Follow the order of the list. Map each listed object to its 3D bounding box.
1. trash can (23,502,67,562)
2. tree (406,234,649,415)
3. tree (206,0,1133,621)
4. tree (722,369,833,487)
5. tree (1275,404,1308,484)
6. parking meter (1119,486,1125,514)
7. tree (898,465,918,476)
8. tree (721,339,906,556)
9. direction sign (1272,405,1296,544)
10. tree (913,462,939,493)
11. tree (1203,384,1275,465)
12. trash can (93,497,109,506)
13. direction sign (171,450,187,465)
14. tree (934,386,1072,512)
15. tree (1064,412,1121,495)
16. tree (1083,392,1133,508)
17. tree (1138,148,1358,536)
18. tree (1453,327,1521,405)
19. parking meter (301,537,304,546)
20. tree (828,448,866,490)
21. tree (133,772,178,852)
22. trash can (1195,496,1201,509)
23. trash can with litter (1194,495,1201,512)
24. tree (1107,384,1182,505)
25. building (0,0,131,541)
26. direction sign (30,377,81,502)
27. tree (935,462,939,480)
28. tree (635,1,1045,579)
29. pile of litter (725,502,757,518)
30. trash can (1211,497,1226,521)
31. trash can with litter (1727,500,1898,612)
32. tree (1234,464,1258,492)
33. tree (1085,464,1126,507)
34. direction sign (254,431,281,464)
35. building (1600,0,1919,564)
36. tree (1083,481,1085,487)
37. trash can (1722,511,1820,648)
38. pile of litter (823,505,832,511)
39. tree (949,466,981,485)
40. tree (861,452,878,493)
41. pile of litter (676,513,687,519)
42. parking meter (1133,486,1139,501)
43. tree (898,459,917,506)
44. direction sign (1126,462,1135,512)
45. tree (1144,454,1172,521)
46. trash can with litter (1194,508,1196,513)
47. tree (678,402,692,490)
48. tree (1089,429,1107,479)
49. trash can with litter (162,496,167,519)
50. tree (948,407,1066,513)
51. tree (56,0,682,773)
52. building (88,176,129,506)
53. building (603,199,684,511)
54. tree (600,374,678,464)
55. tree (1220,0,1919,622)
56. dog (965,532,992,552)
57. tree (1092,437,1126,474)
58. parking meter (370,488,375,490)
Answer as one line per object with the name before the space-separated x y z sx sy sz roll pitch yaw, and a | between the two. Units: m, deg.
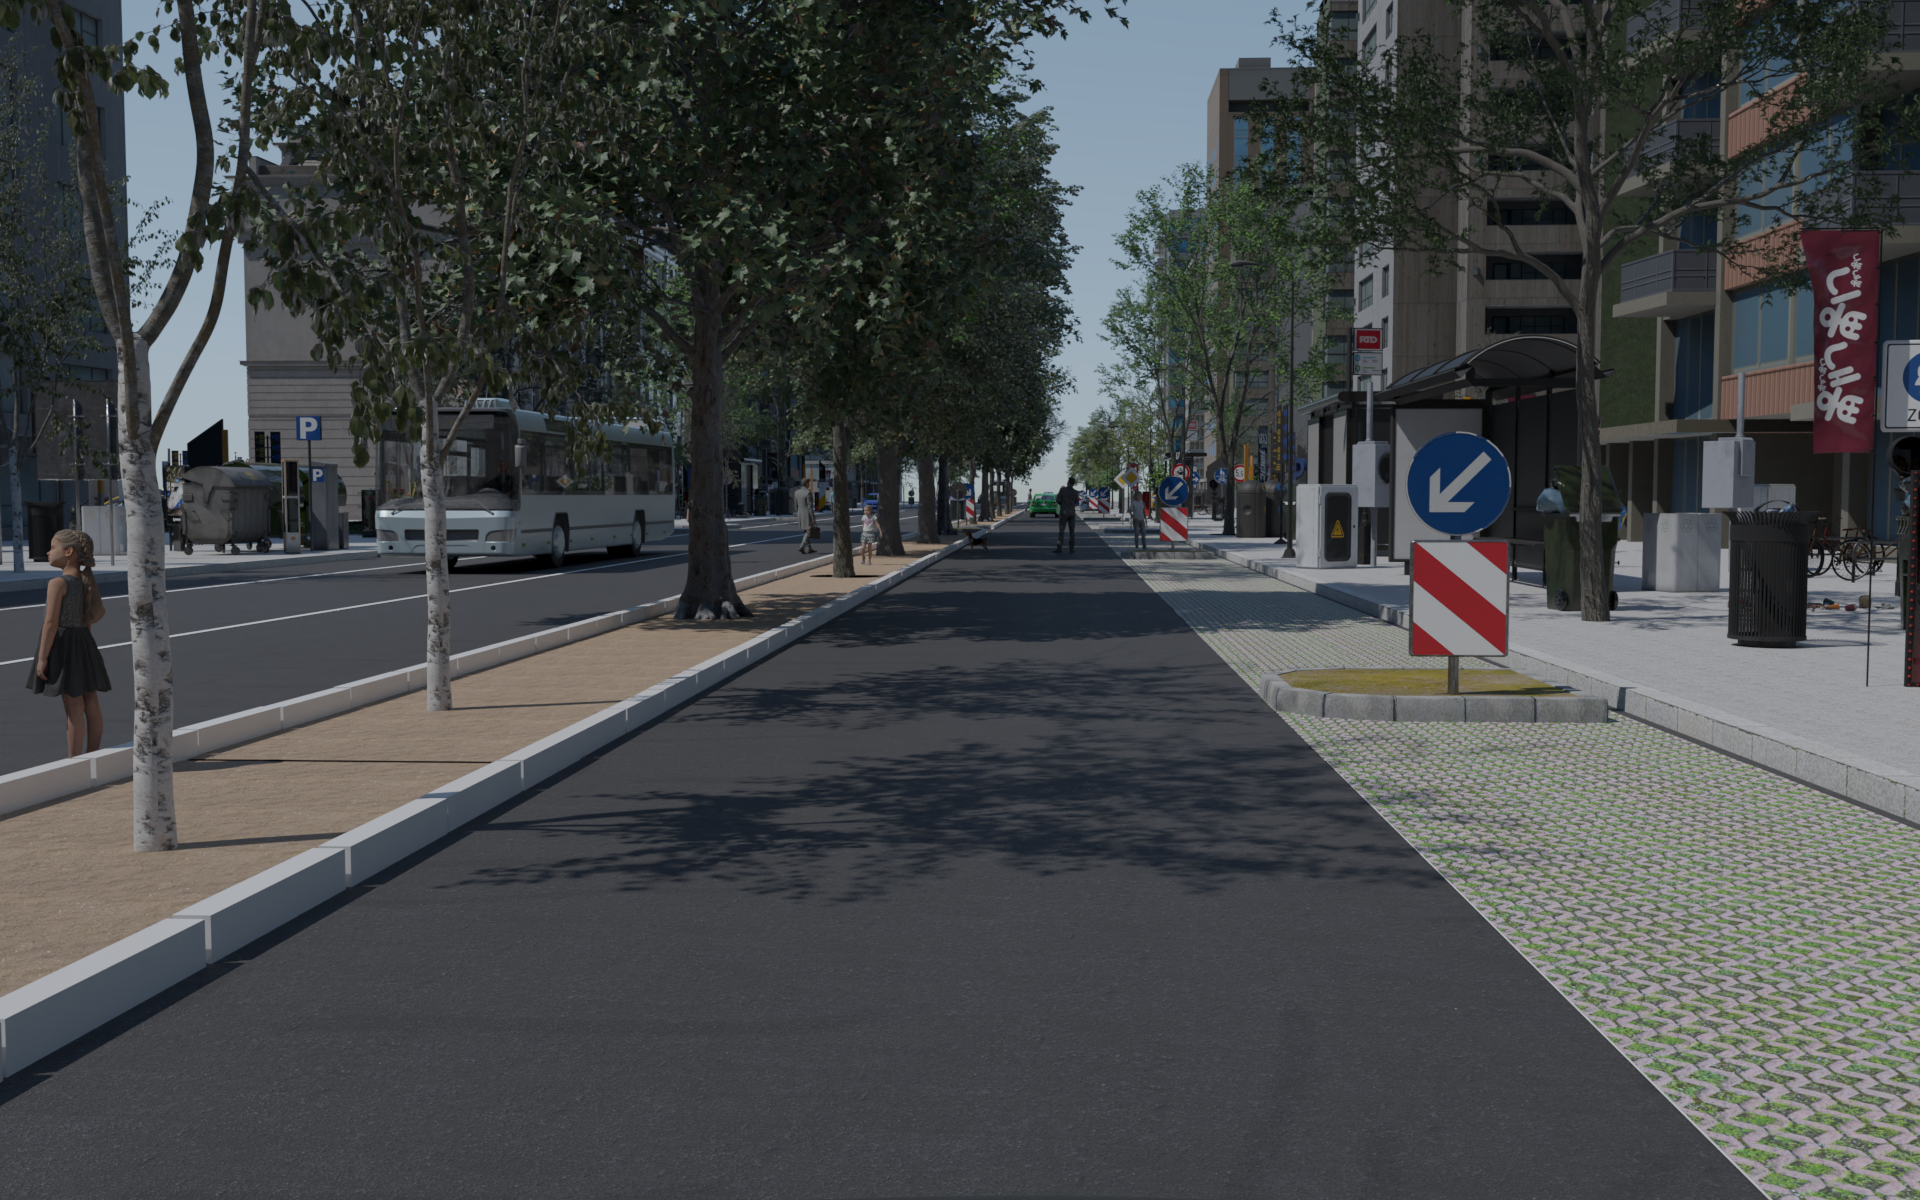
trash can | -17.283 -1.290 32.750 0.748 1.137 0.748 0 3 0
tree | -13.974 -7.413 55.618 8.767 10.594 7.601 0 4 -1
tree | -2.904 -6.121 19.537 9.611 12.733 9.660 0 3 0
tree | -11.329 -10.799 110.975 7.601 10.594 8.767 2 4 34
tree | 26.721 -11.739 142.288 4.360 8.622 3.978 0 3 0
parking meter | 10.653 -6.624 114.010 0.255 1.863 0.399 2 4 32
tree | -4.855 -18.919 219.695 12.009 13.543 11.850 0 3 0
tree | -1.614 -7.984 39.657 9.857 13.997 8.962 0 3 0
direction sign | 8.257 -3.208 44.450 0.379 3.537 0.876 0 4 -7
tree | -3.196 -19.112 246.891 8.767 10.594 7.601 -3 5 -41
tree | 18.436 -10.173 116.685 4.360 8.622 3.978 0 3 0
trash can | -40.215 -4.254 81.204 0.748 1.137 0.748 0 3 0
direction sign | -40.431 -5.989 89.911 0.876 3.537 0.379 0 4 -6
tree | 3.944 -13.970 141.239 12.009 13.543 11.850 0 3 0
tree | 19.062 -19.589 238.411 7.486 12.596 7.792 0 3 0
tree | 14.714 -13.572 156.312 7.601 10.594 8.767 -1 4 -21
tree | 8.304 -7.809 53.441 9.928 11.665 9.643 0 3 0
tree | 23.914 -7.753 77.131 4.360 8.622 3.978 0 3 0
parking meter | -16.531 -2.127 43.180 0.372 1.533 0.369 0 3 0
tree | -9.342 -11.677 141.284 4.360 8.622 3.978 0 3 0
tree | -3.227 -3.280 6.455 4.360 8.622 3.978 0 3 0
trash can | 18.635 -7.612 136.103 0.748 1.137 0.748 0 3 0
trash can with litter | 16.854 -6.968 124.990 1.678 1.210 2.233 0 4 -1
tree | 11.850 -9.727 109.399 4.737 8.622 4.395 0 3 0
building | -31.948 -22.244 47.280 14.086 41.232 14.154 0 4 3
direction sign | -17.509 -2.546 33.626 0.876 3.537 0.379 -2 4 -35
tree | -3.907 -17.454 235.732 4.360 8.622 3.978 0 3 0
tree | -2.094 -6.188 29.391 9.928 11.665 9.643 0 3 0
pile of litter | -11.906 -4.893 93.957 1.719 0.858 1.176 1 4 16
trash can | 12.326 -4.342 82.639 0.748 1.137 0.748 0 3 0
trash can with litter | 9.530 -0.505 19.308 2.233 1.210 1.678 0 4 -5
tree | 16.110 -6.366 98.677 1.663 3.219 1.824 0 3 0
tree | 15.861 -11.906 178.383 4.285 4.588 4.351 0 3 0
direction sign | -25.019 -4.322 62.668 0.876 3.537 0.379 -1 4 -20
building | 27.099 -23.336 36.172 22.147 44.769 28.867 0 4 3
tree | 20.408 -16.941 260.697 4.285 4.588 4.351 0 3 0
trash can | 6.811 -0.180 14.596 0.748 1.137 0.748 0 3 0
pile of litter | -10.629 -7.312 133.521 1.719 0.858 1.176 0 4 0
tree | 0.073 -23.464 301.762 7.486 12.596 7.792 0 3 0
tree | -8.166 -13.071 164.071 4.737 8.622 4.395 0 3 0
pile of litter | -14.036 -4.676 90.420 1.719 0.858 1.176 0 4 -4
parking meter | 12.239 -7.027 120.610 0.399 1.863 0.255 -2 4 -32
tree | -6.136 -14.491 187.284 4.360 8.622 3.978 0 3 0
direction sign | 12.860 -8.452 130.180 0.876 3.537 0.379 3 4 38
tree | 9.660 -5.480 84.197 1.663 3.219 1.824 0 3 0
trash can with litter | 15.861 -6.649 120.100 0.624 1.170 1.055 3 5 43
tree | -19.009 -10.058 114.818 4.737 8.622 4.395 0 3 0
tree | 13.515 -11.279 134.766 4.737 8.622 4.395 0 3 0
trash can with litter | -45.977 -5.353 98.583 1.678 1.210 2.233 -2 4 -30
tree | 3.793 -11.882 131.137 8.767 10.594 7.601 0 4 3
tree | -3.430 -3.554 10.925 4.360 8.622 3.978 0 3 0
building | -54.505 -14.744 90.211 18.267 20.994 9.793 0 4 3
building | -27.482 -19.812 121.190 12.463 27.353 25.104 0 4 3
tree | -18.482 -8.953 96.744 4.737 8.622 4.395 0 3 0
tree | 6.101 -5.070 17.303 7.601 10.594 8.767 1 4 13
dog | 0.446 -1.428 42.631 0.540 0.507 0.406 -2 4 -32
tree | 17.589 -15.663 206.453 4.360 8.622 3.978 0 3 0
parking meter | -24.775 -3.968 73.293 0.372 1.533 0.369 0 3 0
